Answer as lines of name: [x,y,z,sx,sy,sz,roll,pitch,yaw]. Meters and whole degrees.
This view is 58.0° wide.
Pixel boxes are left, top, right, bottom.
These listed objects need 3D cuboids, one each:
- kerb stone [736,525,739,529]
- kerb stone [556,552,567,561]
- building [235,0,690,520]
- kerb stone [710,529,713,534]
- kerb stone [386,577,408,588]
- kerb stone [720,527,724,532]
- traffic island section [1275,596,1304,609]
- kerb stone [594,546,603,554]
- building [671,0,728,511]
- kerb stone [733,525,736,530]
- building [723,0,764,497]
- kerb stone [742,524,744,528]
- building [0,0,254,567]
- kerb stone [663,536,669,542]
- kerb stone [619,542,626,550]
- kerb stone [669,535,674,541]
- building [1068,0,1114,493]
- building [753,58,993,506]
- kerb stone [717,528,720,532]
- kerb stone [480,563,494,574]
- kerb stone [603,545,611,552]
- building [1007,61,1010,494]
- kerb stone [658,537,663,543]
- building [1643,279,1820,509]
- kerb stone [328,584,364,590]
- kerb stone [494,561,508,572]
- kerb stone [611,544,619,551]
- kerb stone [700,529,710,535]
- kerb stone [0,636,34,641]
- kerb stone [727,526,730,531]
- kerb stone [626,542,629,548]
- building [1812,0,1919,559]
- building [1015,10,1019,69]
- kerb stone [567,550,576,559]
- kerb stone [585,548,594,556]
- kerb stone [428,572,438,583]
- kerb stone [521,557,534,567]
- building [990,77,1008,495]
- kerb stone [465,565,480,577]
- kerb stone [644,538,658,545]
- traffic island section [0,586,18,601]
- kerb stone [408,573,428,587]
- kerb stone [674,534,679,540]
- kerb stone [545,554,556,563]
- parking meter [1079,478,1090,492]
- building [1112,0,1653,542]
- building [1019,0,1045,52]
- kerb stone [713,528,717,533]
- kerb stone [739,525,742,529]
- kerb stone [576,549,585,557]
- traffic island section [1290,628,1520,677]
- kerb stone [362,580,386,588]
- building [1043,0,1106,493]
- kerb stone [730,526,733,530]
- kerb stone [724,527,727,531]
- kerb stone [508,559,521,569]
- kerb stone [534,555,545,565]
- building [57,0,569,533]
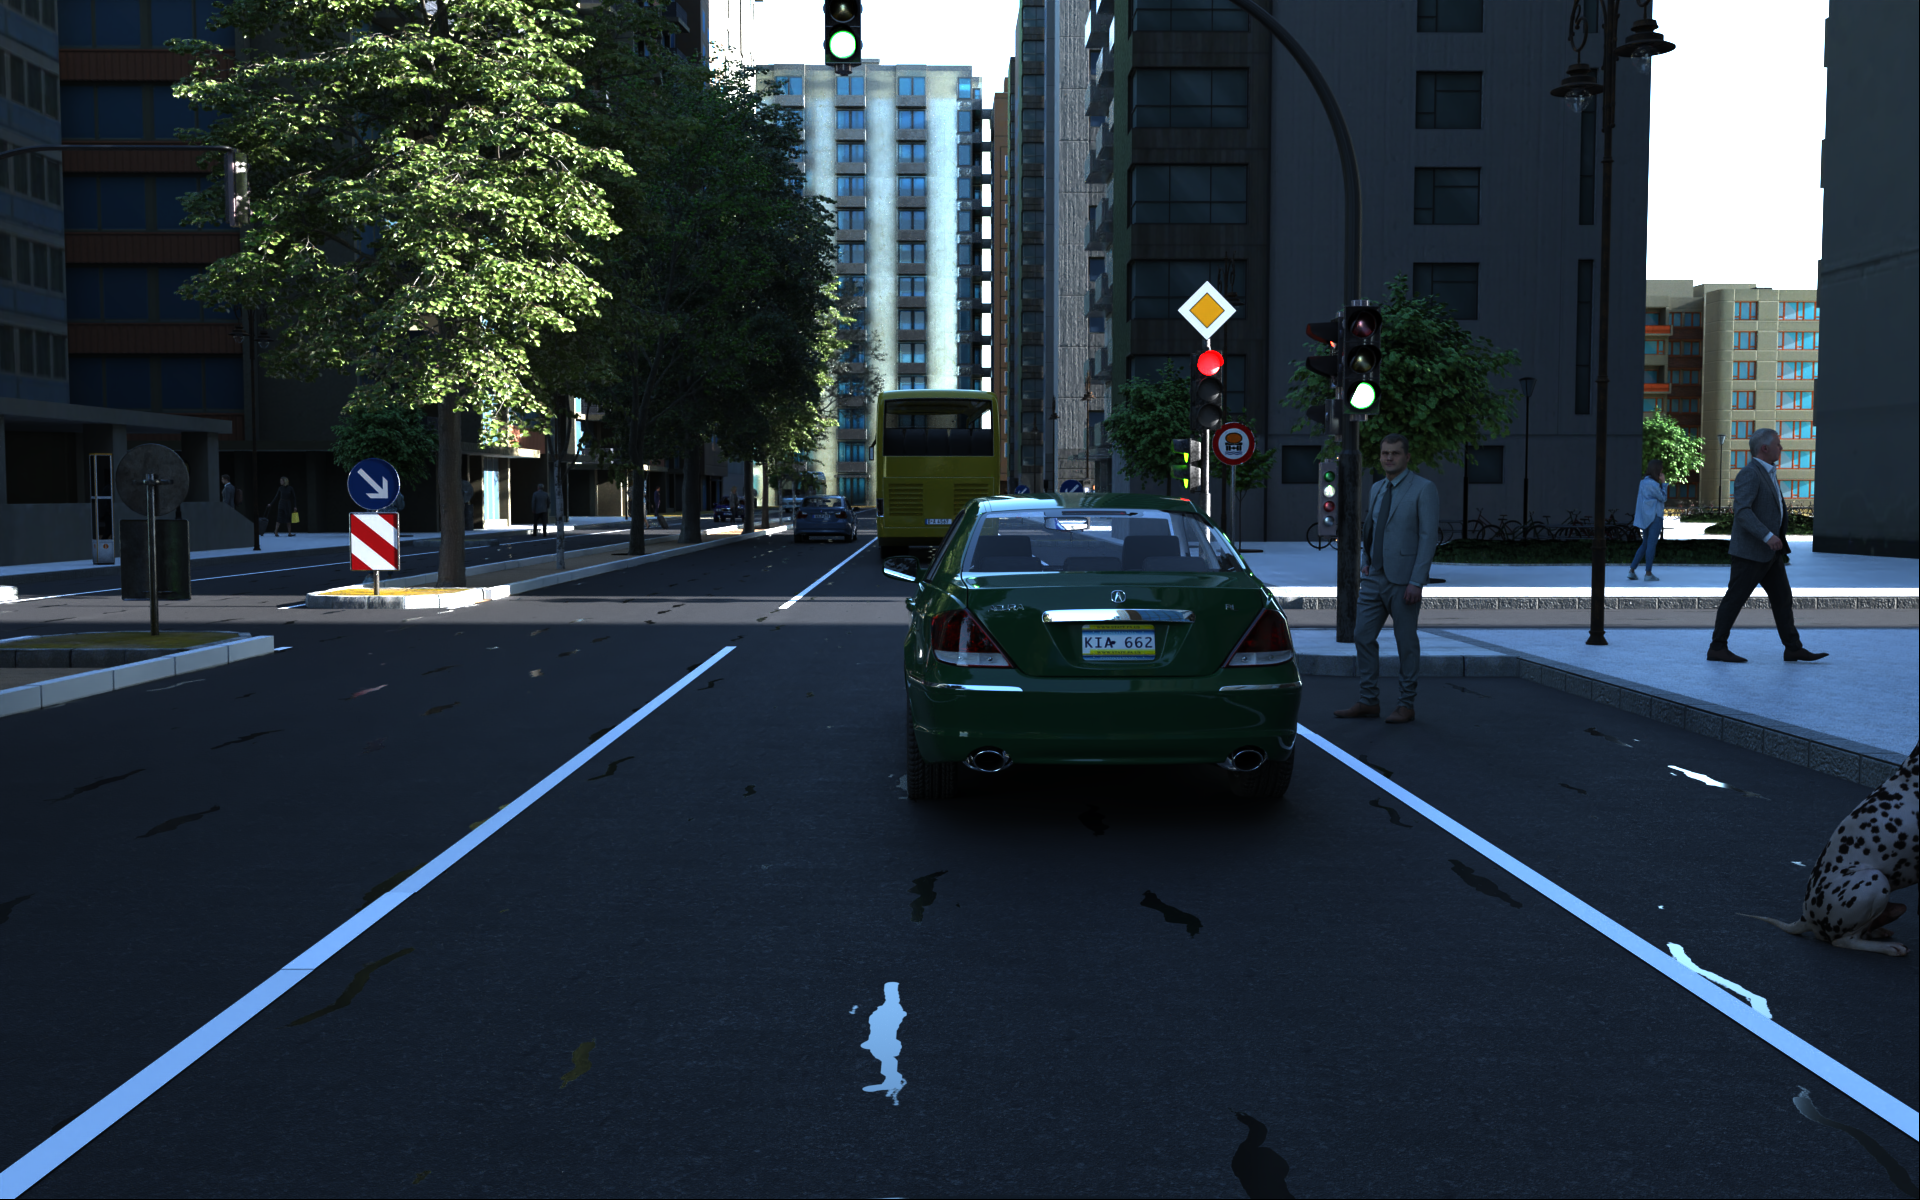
kerb stone: [-9.149,-2.926,70.029,0.120,0.150,1.000,0,4,-1]
kerb stone: [-8.682,-0.913,37.236,0.120,0.150,1.000,0,4,-1]
building: [-29.430,-27.942,111.473,22.147,44.769,28.867,0,4,-1]
kerb stone: [-9.022,-2.424,61.825,0.120,0.150,1.000,0,4,-1]
kerb stone: [-8.520,-0.230,25.953,0.120,0.150,1.000,0,4,-1]
kerb stone: [-9.064,-2.612,64.902,0.120,0.150,1.000,0,4,-1]
traffic island section: [3.265,-0.045,23.023,2.009,0.180,2.903,0,4,-1]
kerb stone: [-8.731,-1.170,41.329,0.120,0.150,1.000,0,4,-1]
building: [-25.837,-29.570,133.585,14.600,45.320,14.200,0,4,-1]
kerb stone: [-9.125,-2.863,69.007,0.120,0.150,1.000,0,4,-1]
building: [-32.834,-34.754,157.461,27.495,52.752,28.713,0,4,-1]
kerb stone: [-9.172,-3.049,72.077,0.120,0.150,1.000,0,4,-1]
building: [-33.144,-20.922,33.960,32.217,40.220,23.993,0,4,-1]
kerb stone: [-8.881,-1.795,51.582,0.120,0.150,1.000,0,4,-1]
kerb stone: [-8.777,-1.357,44.404,0.120,0.150,1.000,0,4,-1]
kerb stone: [-8.897,-1.855,52.607,0.120,0.150,1.000,0,4,-1]
building: [17.720,-28.305,82.391,23.786,49.044,30.456,0,4,-1]
building: [-11.754,-35.086,193.271,30.456,49.044,23.786,0,4,-1]
kerb stone: [-9.053,-2.549,63.879,0.120,0.150,1.000,0,4,-1]
kerb stone: [-8.597,-0.543,31.073,0.120,0.150,1.000,0,4,-1]
kerb stone: [-8.751,-1.227,42.353,0.120,0.150,1.000,0,4,-1]
building: [11.497,-29.498,165.880,14.154,41.232,14.086,0,4,-1]
kerb stone: [-8.869,-1.734,50.553,0.120,0.150,1.000,0,4,-1]
building: [58.325,-19.257,159.896,28.899,21.520,27.650,0,4,-1]
kerb stone: [-8.491,-0.097,23.909,0.120,0.150,1.000,0,4,-1]
kerb stone: [-8.616,-0.605,32.095,0.120,0.150,1.000,0,4,-1]
kerb stone: [-8.770,-1.296,43.382,0.120,0.150,1.000,0,4,-1]
kerb stone: [-9.008,-2.361,60.799,0.120,0.150,1.000,0,4,-1]
kerb stone: [-8.381,0.429,15.179,0.120,0.150,1.000,0,4,-1]
kerb stone: [-9.093,-2.737,66.946,0.120,0.150,1.000,0,4,-1]
kerb stone: [-8.796,-1.421,45.433,0.120,0.150,1.000,0,4,-1]
building: [29.443,-25.015,32.696,21.600,48.544,21.300,0,4,-1]
building: [11.999,-30.672,151.594,14.600,45.320,14.200,0,4,-1]
kerb stone: [-8.701,-0.982,38.258,0.120,0.150,1.000,0,4,-1]
kerb stone: [-8.725,-1.106,40.303,0.120,0.150,1.000,0,4,-1]
kerb stone: [-8.550,-0.355,28.004,0.120,0.150,1.000,0,4,-1]
kerb stone: [-8.635,-0.728,34.163,0.120,0.150,1.000,0,4,-1]
building: [10.629,-32.999,189.639,14.200,45.320,14.600,0,4,-1]
kerb stone: [-8.573,-0.479,30.048,0.120,0.150,1.000,0,4,-1]
kerb stone: [-8.850,-1.672,49.527,0.120,0.150,1.000,0,4,-1]
traffic island section: [-13.874,-0.031,22.788,2.009,0.180,2.903,0,4,-1]
kerb stone: [-8.536,-0.288,26.980,0.120,0.150,1.000,0,4,-1]
kerb stone: [-8.912,-1.923,53.629,0.120,0.150,1.000,0,4,-1]
kerb stone: [-8.670,-0.855,36.214,0.120,0.150,1.000,0,4,-1]
parking meter: [4.480,-3.470,62.448,0.399,1.863,0.255,-2,4,-35]
building: [11.484,-17.183,52.643,14.160,30.474,14.107,0,4,-1]
building: [11.590,-27.768,137.595,14.154,41.232,14.086,0,4,-1]
kerb stone: [-9.042,-2.485,62.847,0.120,0.150,1.000,0,4,-1]
kerb stone: [-9.161,-2.984,71.051,0.120,0.150,1.000,0,4,-1]
kerb stone: [-8.717,-1.045,39.281,0.120,0.150,1.000,0,4,-1]
traffic island section: [3.377,0.443,15.038,2.009,0.180,2.903,0,4,-1]
kerb stone: [-8.512,-0.167,24.931,0.120,0.150,1.000,0,4,-1]
building: [16.108,-35.065,115.309,21.231,58.520,28.212,0,4,-1]
kerb stone: [-9.113,-2.795,67.974,0.120,0.150,1.000,0,4,-1]
kerb stone: [-9.091,-2.675,65.924,0.120,0.150,1.000,0,4,-1]
kerb stone: [-8.627,-0.668,33.125,0.120,0.150,1.000,0,4,-1]
kerb stone: [-8.657,-0.791,35.185,0.120,0.150,1.000,0,4,-1]
building: [-27.292,-25.342,68.968,22.147,44.769,28.867,0,4,-1]
